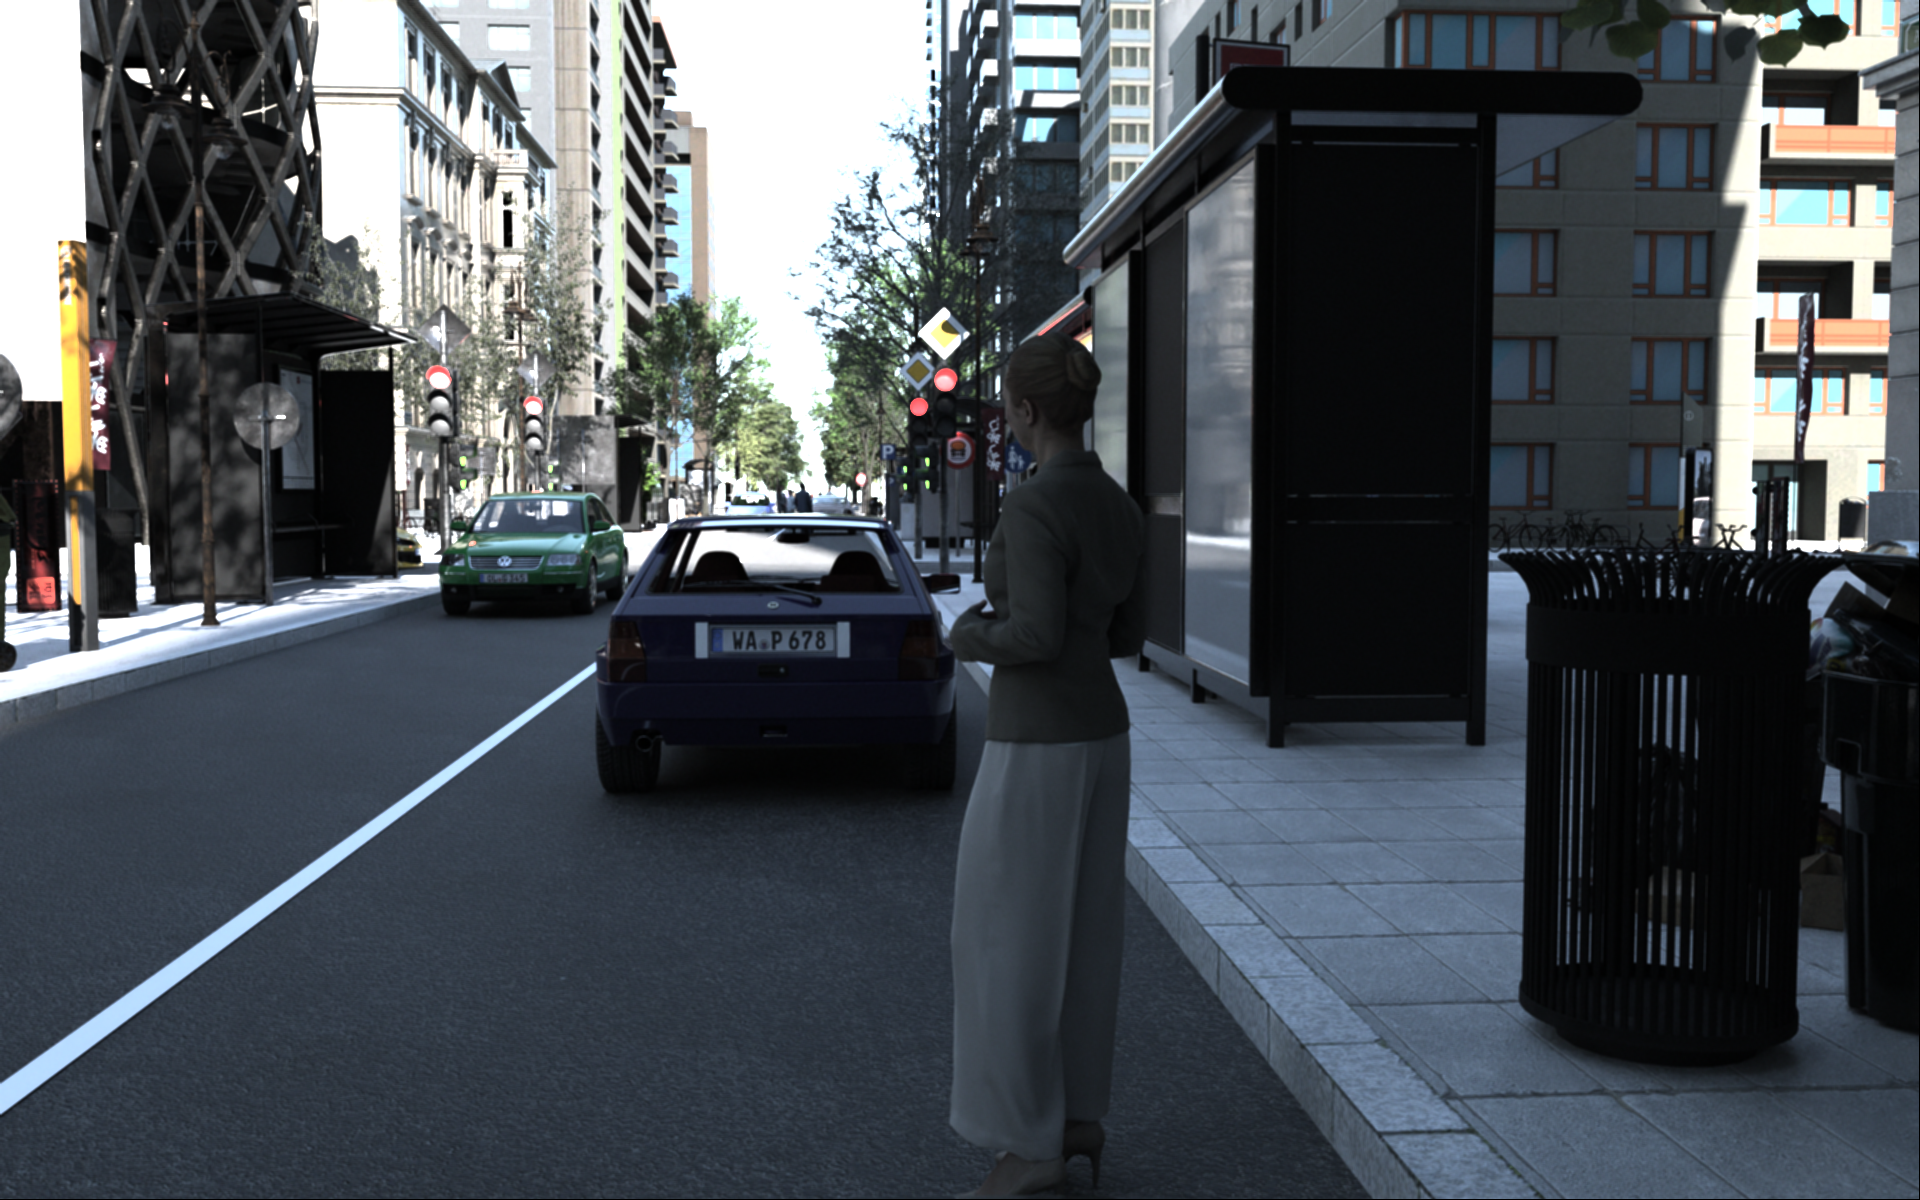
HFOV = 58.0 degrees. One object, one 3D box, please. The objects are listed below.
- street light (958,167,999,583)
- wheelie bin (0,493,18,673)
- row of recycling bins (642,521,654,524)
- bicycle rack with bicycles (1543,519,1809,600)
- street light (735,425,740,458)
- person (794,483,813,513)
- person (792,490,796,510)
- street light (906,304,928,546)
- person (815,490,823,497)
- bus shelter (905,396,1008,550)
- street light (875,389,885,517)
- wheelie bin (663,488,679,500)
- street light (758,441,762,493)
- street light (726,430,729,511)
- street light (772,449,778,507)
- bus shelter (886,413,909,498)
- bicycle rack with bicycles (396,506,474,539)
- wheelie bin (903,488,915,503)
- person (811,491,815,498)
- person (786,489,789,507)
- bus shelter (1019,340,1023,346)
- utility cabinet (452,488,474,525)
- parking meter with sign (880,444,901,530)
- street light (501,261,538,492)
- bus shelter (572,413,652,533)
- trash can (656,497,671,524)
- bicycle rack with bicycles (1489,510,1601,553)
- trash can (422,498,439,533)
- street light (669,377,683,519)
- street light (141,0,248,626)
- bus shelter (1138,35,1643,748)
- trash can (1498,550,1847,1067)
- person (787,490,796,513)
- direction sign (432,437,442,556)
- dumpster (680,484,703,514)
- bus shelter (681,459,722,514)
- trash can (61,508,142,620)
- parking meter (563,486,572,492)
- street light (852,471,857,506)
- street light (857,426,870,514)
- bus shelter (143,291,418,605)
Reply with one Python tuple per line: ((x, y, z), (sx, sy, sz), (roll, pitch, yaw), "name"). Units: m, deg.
((0.259, -3.188, 24.915), (0.468, 5.910, 1.993), (0, 4, -4), "street light")
((-7.194, -0.270, 12.321), (0.980, 1.594, 0.693), (2, 4, 25), "wheelie bin")
((-13.935, -4.211, 75.960), (1.069, 1.692, 3.534), (0, 4, -3), "row of recycling bins")
((8.836, -0.469, 21.053), (2.925, 0.926, 2.852), (1, 4, 12), "bicycle rack with bicycles")
((-14.225, -8.402, 110.161), (0.468, 5.910, 1.993), (0, 4, -4), "street light")
((-5.232, -3.034, 58.286), (0.721, 1.800, 0.419), (0, 4, 6), "person")
((-15.363, -9.294, 160.460), (1.348, 1.823, 0.705), (-3, 5, -40), "person")
((-1.058, -4.257, 42.389), (0.468, 5.910, 1.993), (0, 4, -4), "street light")
((-12.084, -8.648, 149.914), (1.348, 1.822, 0.705), (-1, 4, -17), "person")
((-0.111, -2.732, 38.587), (2.014, 3.302, 5.546), (0, 4, -4), "bus shelter")
((-3.481, -6.301, 75.808), (0.468, 5.910, 1.993), (0, 4, -4), "street light")
((-14.530, -4.818, 86.678), (0.980, 1.594, 0.693), (0, 4, 1), "wheelie bin")
((-16.639, -10.449, 143.621), (0.468, 5.910, 1.993), (0, 4, -4), "street light")
((-13.612, -7.858, 101.265), (0.468, 5.910, 1.993), (0, 4, -4), "street light")
((-19.201, -12.518, 177.458), (0.468, 5.910, 1.993), (0, 4, -4), "street light")
((-2.579, -6.373, 81.830), (2.179, 5.291, 8.768), (0, 4, -4), "bus shelter")
((-14.901, -2.242, 50.045), (2.852, 0.926, 2.925), (-3, 5, -43), "bicycle rack with bicycles")
((-1.718, -3.514, 65.356), (0.980, 1.594, 0.693), (-2, 4, -33), "wheelie bin")
((-18.145, -12.527, 213.255), (0.705, 1.831, 1.348), (-2, 4, -28), "person")
((-14.479, -8.472, 146.892), (0.599, 1.838, 0.709), (-2, 4, -24), "person")
((1.995, -2.698, 21.743), (2.179, 5.291, 8.768), (0, 4, -4), "bus shelter")
((-17.304, -3.147, 60.137), (0.318, 1.500, 1.173), (-3, 5, -44), "utility cabinet")
((-2.369, -3.979, 61.314), (0.543, 3.016, 1.738), (1, 4, 10), "parking meter with sign")
((-8.754, -3.779, 34.577), (0.468, 5.910, 1.993), (0, 4, -4), "street light")
((-10.668, -3.804, 53.484), (1.731, 3.624, 6.357), (0, 4, -4), "bus shelter")
((-12.640, -3.785, 73.546), (0.748, 1.137, 0.748), (0, 3, 0), "trash can")
((13.249, -1.483, 37.628), (2.852, 0.926, 2.925), (-2, 4, -25), "bicycle rack with bicycles")
((-17.547, -2.820, 57.754), (0.748, 1.137, 0.748), (0, 3, 0), "trash can")
((-11.177, -5.840, 68.266), (0.468, 5.910, 1.993), (0, 4, -4), "street light")
((-7.330, -2.689, 16.753), (0.468, 5.910, 1.993), (0, 4, -4), "street light")
((2.050, -2.157, 12.899), (2.179, 5.291, 8.768), (0, 4, -4), "bus shelter")
((1.642, 0.464, 4.063), (0.748, 1.137, 0.748), (0, 3, 0), "trash can")
((-6.409, -3.384, 65.637), (0.330, 1.601, 0.589), (-2, 4, -27), "person")
((-10.842, -2.699, 36.125), (0.379, 3.537, 0.876), (-1, 4, -14), "direction sign")
((-15.044, -5.583, 97.032), (1.264, 1.857, 1.865), (0, 4, -4), "dumpster")
((-15.132, -6.589, 101.650), (2.014, 3.302, 5.546), (0, 4, -4), "bus shelter")
((-8.842, -0.381, 17.881), (0.748, 1.137, 0.748), (0, 3, 0), "trash can")
((-12.229, -2.803, 54.232), (0.372, 1.533, 0.369), (0, 3, 0), "parking meter")
((-8.955, -10.875, 150.588), (0.468, 5.910, 1.993), (0, 4, -4), "street light")
((-6.552, -8.860, 117.655), (0.468, 5.910, 1.993), (0, 4, -4), "street light")
((-8.828, -1.950, 23.158), (1.731, 3.624, 6.357), (0, 4, -4), "bus shelter")
